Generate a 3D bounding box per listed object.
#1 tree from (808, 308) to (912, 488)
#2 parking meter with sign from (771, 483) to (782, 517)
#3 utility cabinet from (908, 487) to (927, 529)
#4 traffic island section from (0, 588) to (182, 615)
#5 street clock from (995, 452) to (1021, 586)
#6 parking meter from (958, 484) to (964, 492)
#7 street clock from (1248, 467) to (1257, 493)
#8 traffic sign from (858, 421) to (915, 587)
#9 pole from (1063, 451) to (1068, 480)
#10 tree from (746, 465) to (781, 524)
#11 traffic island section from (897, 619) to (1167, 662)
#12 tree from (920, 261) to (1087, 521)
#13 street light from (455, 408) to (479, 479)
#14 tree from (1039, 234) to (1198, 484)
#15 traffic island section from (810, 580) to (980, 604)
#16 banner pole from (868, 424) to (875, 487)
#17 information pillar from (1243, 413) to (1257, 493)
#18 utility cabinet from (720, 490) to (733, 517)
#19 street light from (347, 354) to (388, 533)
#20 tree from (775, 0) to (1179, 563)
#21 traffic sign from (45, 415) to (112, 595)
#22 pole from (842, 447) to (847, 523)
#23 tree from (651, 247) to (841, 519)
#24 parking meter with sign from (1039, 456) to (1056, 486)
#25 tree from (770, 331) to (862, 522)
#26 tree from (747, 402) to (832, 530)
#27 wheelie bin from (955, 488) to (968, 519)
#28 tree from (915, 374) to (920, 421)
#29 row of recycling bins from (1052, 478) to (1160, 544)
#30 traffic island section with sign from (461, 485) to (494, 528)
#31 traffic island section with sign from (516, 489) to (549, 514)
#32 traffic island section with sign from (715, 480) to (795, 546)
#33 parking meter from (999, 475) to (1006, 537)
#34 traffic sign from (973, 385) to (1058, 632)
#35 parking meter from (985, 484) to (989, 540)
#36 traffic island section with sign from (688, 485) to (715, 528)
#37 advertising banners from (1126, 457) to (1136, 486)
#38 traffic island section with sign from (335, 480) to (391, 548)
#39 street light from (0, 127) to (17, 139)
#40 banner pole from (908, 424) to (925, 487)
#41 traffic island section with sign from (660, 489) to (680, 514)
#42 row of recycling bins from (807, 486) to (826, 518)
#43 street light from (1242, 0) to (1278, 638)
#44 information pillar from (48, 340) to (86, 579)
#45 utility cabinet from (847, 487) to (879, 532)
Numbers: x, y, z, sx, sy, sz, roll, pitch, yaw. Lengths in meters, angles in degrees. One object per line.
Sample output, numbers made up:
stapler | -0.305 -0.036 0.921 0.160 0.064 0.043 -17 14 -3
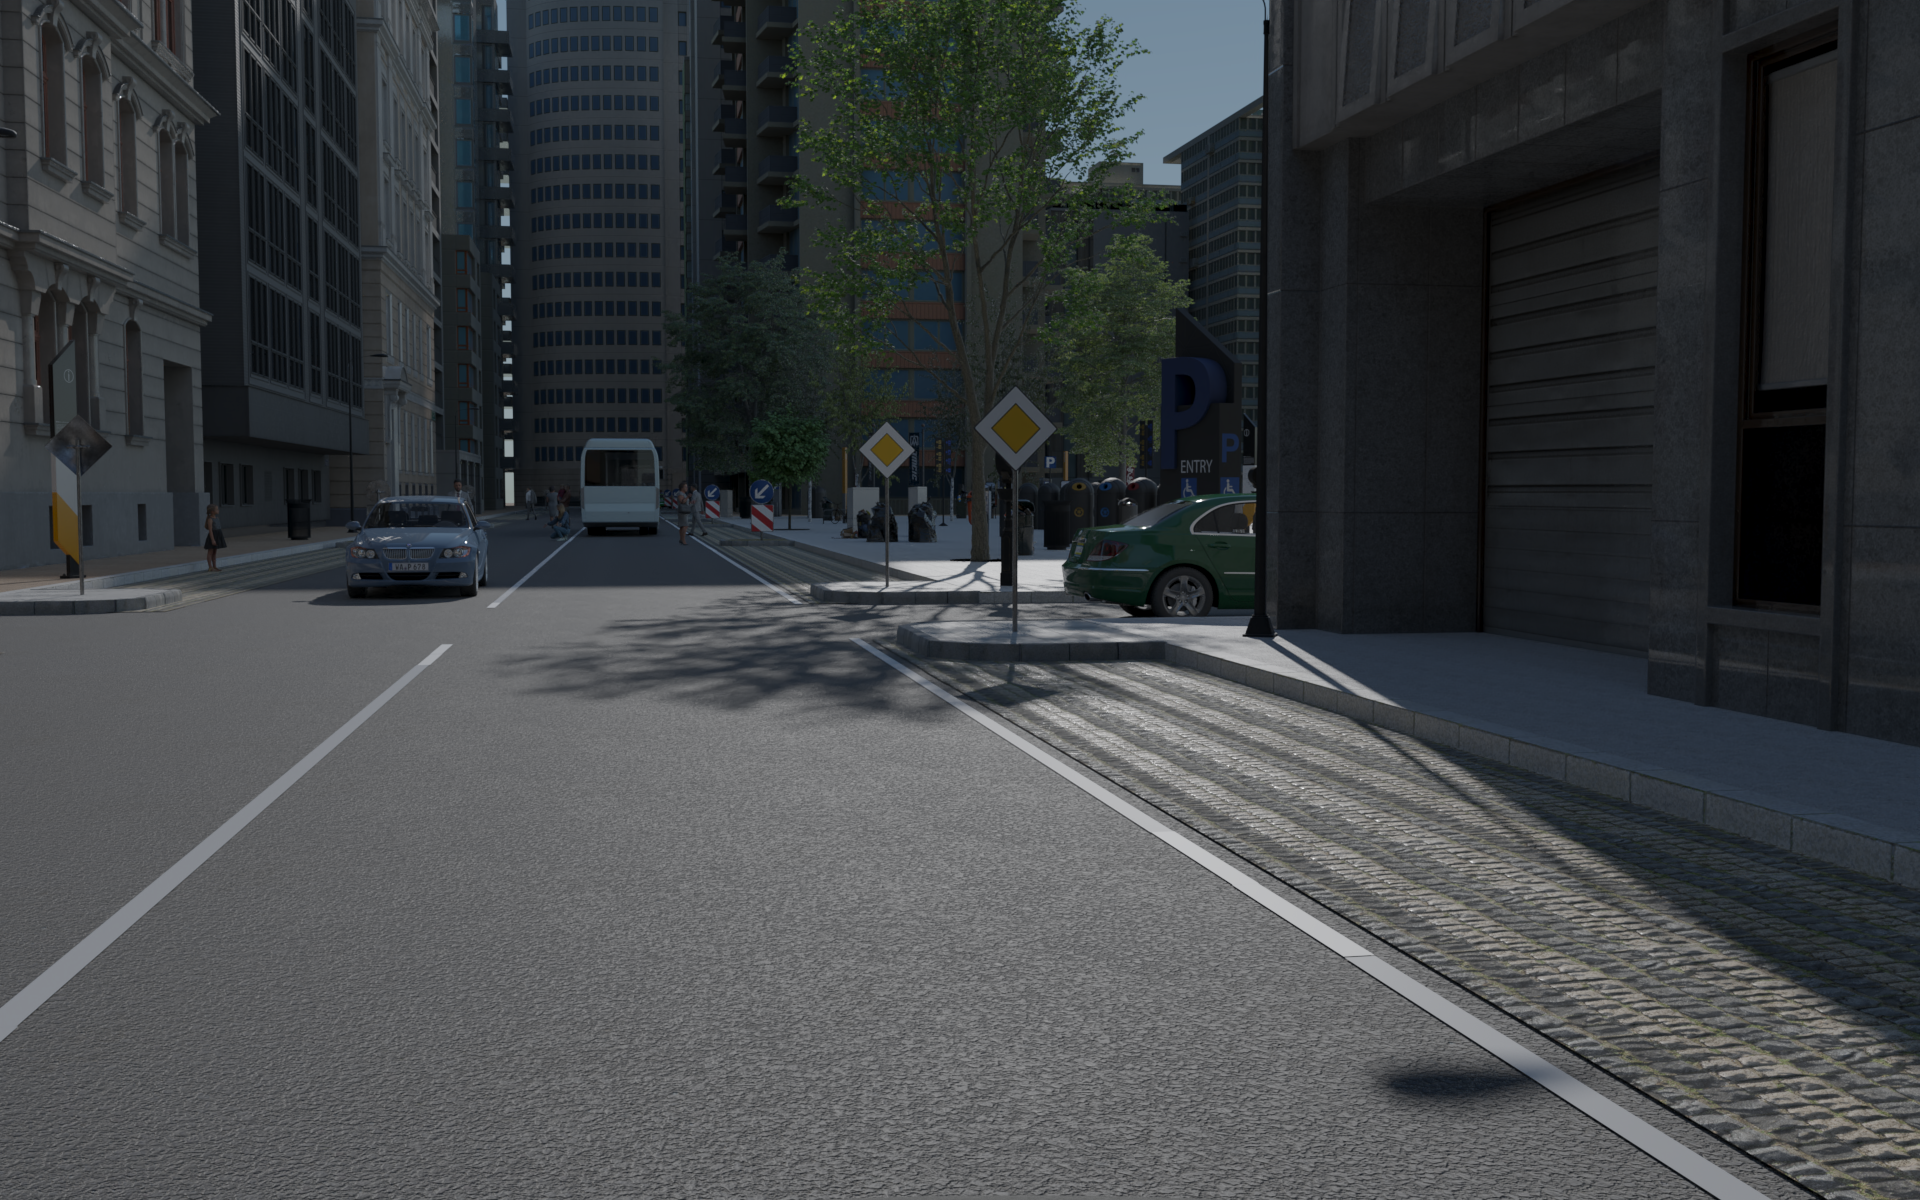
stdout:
tree | -3.972 -7.201 68.092 4.737 8.622 4.395 0 3 0
parking meter with sign | -10.389 -6.231 98.144 0.543 3.016 1.738 0 4 3
utility cabinet | -1.295 -2.681 52.515 0.318 1.500 1.173 1 4 12
traffic island section | -11.192 0.015 22.041 2.009 0.180 2.903 -1 4 -11
street clock | 0.679 -1.200 24.192 0.358 2.002 0.471 1 4 23
parking meter | 0.079 -5.731 99.420 0.255 1.863 0.399 1 4 16
street clock | 7.826 -2.508 45.579 0.471 2.002 0.358 -1 4 -20
traffic sign | -1.011 -1.241 23.926 0.795 2.450 0.064 -1 4 -11
pole | 5.023 -5.415 82.375 0.158 3.312 0.155 0 3 0
tree | -8.379 -4.879 74.379 1.663 3.219 1.824 0 3 0
traffic island section | 0.531 0.374 16.168 2.009 0.180 2.903 -1 4 -11
tree | 1.720 -6.447 55.774 4.360 8.622 3.978 0 3 0
street light | -26.487 -7.366 92.969 1.470 5.913 1.316 -1 4 -11
tree | 7.259 -9.626 75.511 7.486 12.596 7.792 0 3 0
traffic island section | -0.989 -0.106 24.007 2.009 0.180 2.903 -1 4 -11
banner pole | -3.152 -4.391 61.816 0.401 3.779 0.863 -1 4 -20
information pillar | 8.391 -3.601 50.235 0.183 3.616 0.504 -3 4 -36
utility cabinet | -12.753 -5.258 94.654 0.318 1.500 1.173 -2 4 -26
street light | -19.596 -5.185 57.321 1.470 5.913 1.316 -1 4 -11
tree | 0.382 -6.545 32.763 9.928 11.665 9.643 0 3 0
traffic sign | -11.170 -1.122 21.983 0.795 2.450 0.064 -1 4 -11
pole | -5.033 -5.006 75.684 0.158 3.312 0.155 0 3 0
tree | -10.588 -11.138 88.758 9.857 13.997 8.962 0 3 0
parking meter with sign | 4.018 -5.184 81.020 0.543 3.016 1.738 -1 4 -11
tree | -6.688 -7.898 79.503 4.360 8.622 3.978 0 3 0
tree | -6.108 -4.766 61.637 4.285 4.588 4.351 0 3 0
wheelie bin | 0.090 -5.072 90.836 0.693 1.594 0.980 0 4 -1
tree | -0.284 -8.041 81.830 4.360 8.622 3.978 0 3 0
row of recycling bins | 4.216 -2.268 44.193 3.534 1.692 1.069 2 4 34
traffic island section with sign | -20.853 -3.970 73.533 1.989 1.847 2.006 -1 4 -11
traffic island section with sign | -30.360 -6.969 122.566 1.989 1.847 2.006 -1 4 -11
traffic island section with sign | -5.674 -2.418 48.158 1.989 1.847 2.006 -1 4 -11
parking meter | 1.359 -2.827 51.938 0.255 1.863 0.399 -1 4 -21
traffic sign | 0.510 -0.761 16.086 0.795 2.450 0.064 -1 4 -11
parking meter | 0.481 -1.925 39.881 0.372 1.533 0.369 0 3 0
traffic island section with sign | -10.812 -4.036 74.621 1.989 1.847 2.006 -1 4 -11
advertising banners | 7.334 -5.263 82.239 2.074 3.025 0.090 1 4 13
traffic island section with sign | -15.633 -2.323 46.603 1.989 1.847 2.006 -1 4 -11
street light | -12.654 -3.026 22.011 1.470 5.913 1.316 -1 4 -11
banner pole | -1.501 -4.389 61.776 0.863 3.779 0.401 3 4 36
traffic island section with sign | -20.404 -7.060 124.056 1.989 1.847 2.006 -1 4 -11
row of recycling bins | -7.697 -5.244 92.846 1.069 1.692 3.534 0 4 -6
street light | 2.178 -2.619 15.369 1.470 5.913 1.316 -1 4 -11
information pillar | -13.539 -2.132 26.213 0.183 3.616 0.504 1 4 13
utility cabinet | -3.218 -2.983 57.446 0.318 1.500 1.173 3 5 44
